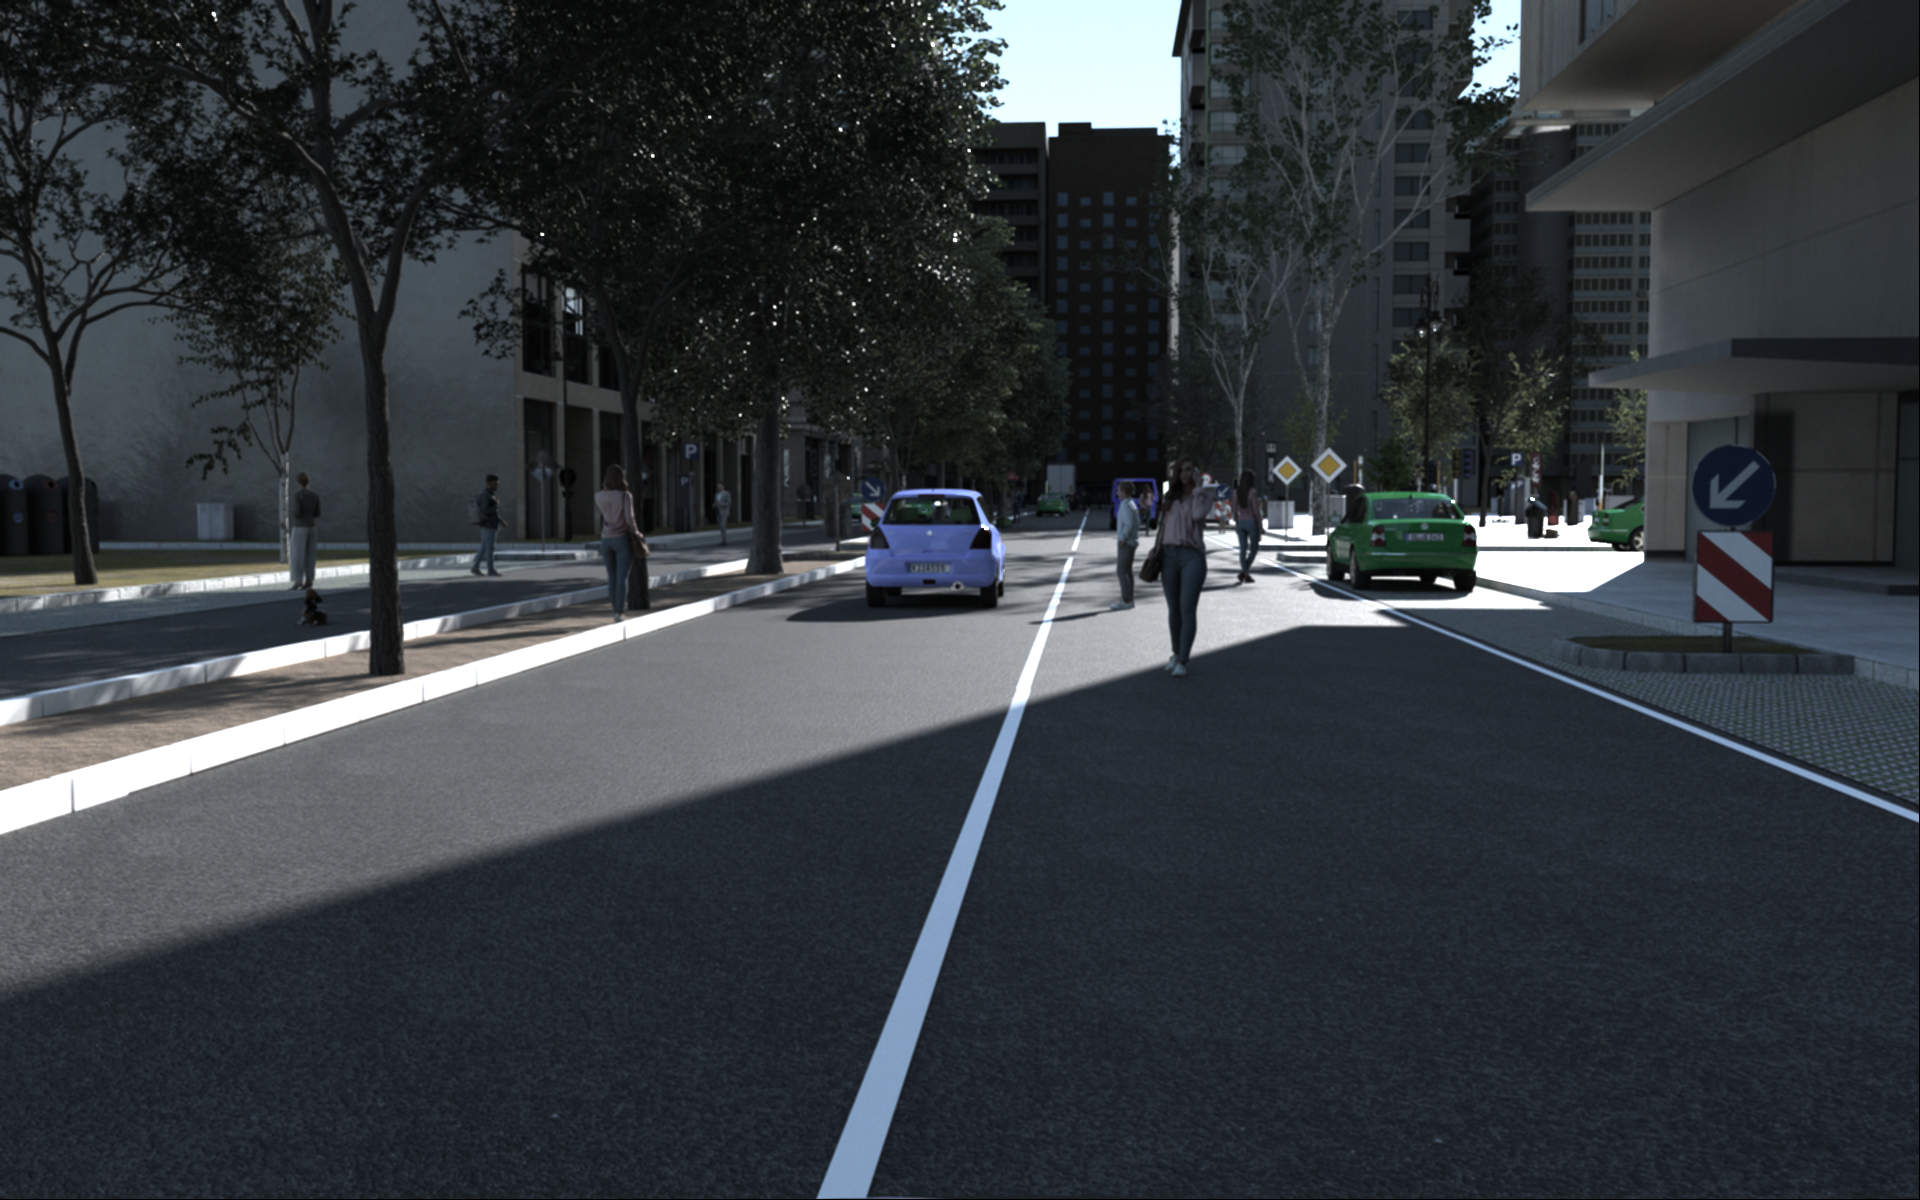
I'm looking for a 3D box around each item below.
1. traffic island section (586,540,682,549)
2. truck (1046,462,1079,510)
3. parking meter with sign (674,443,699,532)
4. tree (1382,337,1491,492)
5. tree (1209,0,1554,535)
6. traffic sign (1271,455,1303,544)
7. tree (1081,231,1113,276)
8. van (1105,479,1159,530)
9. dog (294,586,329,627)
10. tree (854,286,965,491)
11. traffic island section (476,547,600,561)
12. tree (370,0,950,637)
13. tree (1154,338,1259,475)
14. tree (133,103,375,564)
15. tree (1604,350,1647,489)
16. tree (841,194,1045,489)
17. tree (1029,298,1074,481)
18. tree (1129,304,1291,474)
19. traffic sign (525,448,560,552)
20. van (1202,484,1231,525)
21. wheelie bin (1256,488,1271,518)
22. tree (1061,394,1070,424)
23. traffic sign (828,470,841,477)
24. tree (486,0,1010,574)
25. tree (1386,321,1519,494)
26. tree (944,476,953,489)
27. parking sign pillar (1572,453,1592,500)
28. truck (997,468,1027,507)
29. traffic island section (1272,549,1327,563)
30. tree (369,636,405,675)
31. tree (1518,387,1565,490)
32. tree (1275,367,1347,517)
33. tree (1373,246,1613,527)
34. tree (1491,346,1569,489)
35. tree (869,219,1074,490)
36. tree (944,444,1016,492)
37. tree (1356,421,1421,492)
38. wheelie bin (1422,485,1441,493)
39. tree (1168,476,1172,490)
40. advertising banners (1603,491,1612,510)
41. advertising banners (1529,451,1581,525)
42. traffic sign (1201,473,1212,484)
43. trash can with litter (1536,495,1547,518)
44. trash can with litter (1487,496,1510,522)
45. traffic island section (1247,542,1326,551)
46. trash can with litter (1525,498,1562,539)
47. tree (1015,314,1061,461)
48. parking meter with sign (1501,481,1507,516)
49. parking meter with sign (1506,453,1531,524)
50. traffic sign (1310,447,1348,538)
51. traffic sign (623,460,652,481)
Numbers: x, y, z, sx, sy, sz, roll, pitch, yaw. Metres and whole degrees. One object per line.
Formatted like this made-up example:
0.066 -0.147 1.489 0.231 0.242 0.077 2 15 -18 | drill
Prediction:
-8.612 -1.465 46.236 2.009 0.180 2.903 0 4 4 | traffic island section
9.356 -10.345 158.059 2.839 4.237 11.283 0 4 5 | truck
-9.304 -3.827 58.825 0.543 3.016 1.738 0 4 4 | parking meter with sign
21.110 -7.847 78.654 4.360 8.622 3.978 0 3 0 | tree
12.012 -12.160 54.703 12.611 20.169 13.585 0 3 0 | tree
8.455 -2.520 44.840 0.795 2.450 0.064 0 4 4 | traffic sign
12.947 -14.218 88.356 12.611 20.169 13.585 0 3 0 | tree
7.105 -4.080 71.087 2.240 2.365 5.245 0 4 4 | van
-7.202 0.068 19.079 0.550 0.427 0.748 1 4 10 | dog
-1.827 -6.273 55.391 4.360 8.622 3.978 0 3 0 | tree
-9.227 -0.978 38.275 2.009 0.180 2.903 0 4 4 | traffic island section
-3.917 -5.171 21.419 8.767 10.594 7.601 0 4 4 | tree
17.550 -12.610 124.297 7.486 12.596 7.792 0 3 0 | tree
-12.647 -4.984 31.853 4.360 8.622 3.978 0 3 0 | tree
33.627 -8.208 84.569 4.360 8.622 3.978 0 3 0 | tree
-0.796 -8.729 63.298 7.486 12.596 7.792 0 3 0 | tree
2.632 -12.168 108.053 9.857 13.997 8.962 0 3 0 | tree
16.103 -12.366 112.558 12.009 13.543 11.850 0 3 0 | tree
-9.203 -2.114 38.211 0.795 2.450 0.064 0 4 4 | traffic sign
10.407 -4.023 72.790 2.013 2.044 4.112 0 4 5 | van
16.017 -5.128 91.758 0.693 1.594 0.980 -2 4 -33 | wheelie bin
1.368 -9.174 86.863 8.767 10.594 7.601 0 4 4 | tree
-6.691 -5.680 92.967 0.768 2.556 0.104 0 4 5 | traffic sign
-3.506 -7.442 30.788 9.857 13.997 8.962 0 3 0 | tree
20.248 -7.496 72.922 4.737 8.622 4.395 0 3 0 | tree
-1.322 -11.447 181.764 1.663 3.219 1.824 0 3 0 | tree
41.254 -7.734 114.925 1.447 3.967 1.447 -1 4 -20 | parking sign pillar
5.740 -12.218 188.670 2.839 4.237 11.283 0 4 5 | truck
7.863 -0.897 36.954 2.009 0.180 2.903 0 4 4 | traffic island section
-4.488 -4.702 13.753 8.767 10.594 7.601 0 4 4 | tree
36.286 -9.780 110.257 4.737 8.622 4.395 0 3 0 | tree
19.701 -8.982 97.216 4.737 8.622 4.395 0 3 0 | tree
20.076 -8.054 66.093 8.767 10.594 7.601 0 4 4 | tree
28.059 -8.283 85.796 4.360 8.622 3.978 0 3 0 | tree
-0.094 -9.323 71.897 9.611 12.733 9.660 0 3 0 | tree
1.412 -8.586 93.195 4.737 8.622 4.395 0 3 0 | tree
11.366 -3.143 45.988 1.663 3.219 1.824 0 3 0 | tree
16.520 -3.247 60.992 0.693 1.594 0.980 0 4 -4 | wheelie bin
19.637 -10.126 160.165 1.663 3.219 1.824 0 3 0 | tree
29.268 -5.040 78.594 0.090 3.025 2.074 0 4 7 | advertising banners
24.345 -4.570 70.905 2.074 3.025 0.090 1 4 10 | advertising banners
14.733 -6.353 103.977 0.768 2.556 0.104 1 4 8 | traffic sign
31.978 -5.135 95.006 2.233 1.210 1.678 1 4 16 | trash can with litter
24.782 -4.207 79.841 1.678 1.210 2.233 1 4 19 | trash can with litter
8.479 -1.384 44.916 2.009 0.180 2.903 0 4 4 | traffic island section
16.834 -2.357 49.916 0.624 1.170 1.055 -3 5 -41 | trash can with litter
-1.709 -6.846 48.802 8.767 10.594 7.601 0 4 4 | tree
32.333 -6.455 101.804 0.543 3.016 1.738 -1 4 -19 | parking meter with sign
24.018 -4.744 73.822 0.543 3.016 1.738 3 4 39 | parking meter with sign
7.839 -2.033 36.879 0.795 2.450 0.064 0 4 4 | traffic sign
-8.587 -2.601 46.172 0.795 2.450 0.064 0 4 4 | traffic sign
